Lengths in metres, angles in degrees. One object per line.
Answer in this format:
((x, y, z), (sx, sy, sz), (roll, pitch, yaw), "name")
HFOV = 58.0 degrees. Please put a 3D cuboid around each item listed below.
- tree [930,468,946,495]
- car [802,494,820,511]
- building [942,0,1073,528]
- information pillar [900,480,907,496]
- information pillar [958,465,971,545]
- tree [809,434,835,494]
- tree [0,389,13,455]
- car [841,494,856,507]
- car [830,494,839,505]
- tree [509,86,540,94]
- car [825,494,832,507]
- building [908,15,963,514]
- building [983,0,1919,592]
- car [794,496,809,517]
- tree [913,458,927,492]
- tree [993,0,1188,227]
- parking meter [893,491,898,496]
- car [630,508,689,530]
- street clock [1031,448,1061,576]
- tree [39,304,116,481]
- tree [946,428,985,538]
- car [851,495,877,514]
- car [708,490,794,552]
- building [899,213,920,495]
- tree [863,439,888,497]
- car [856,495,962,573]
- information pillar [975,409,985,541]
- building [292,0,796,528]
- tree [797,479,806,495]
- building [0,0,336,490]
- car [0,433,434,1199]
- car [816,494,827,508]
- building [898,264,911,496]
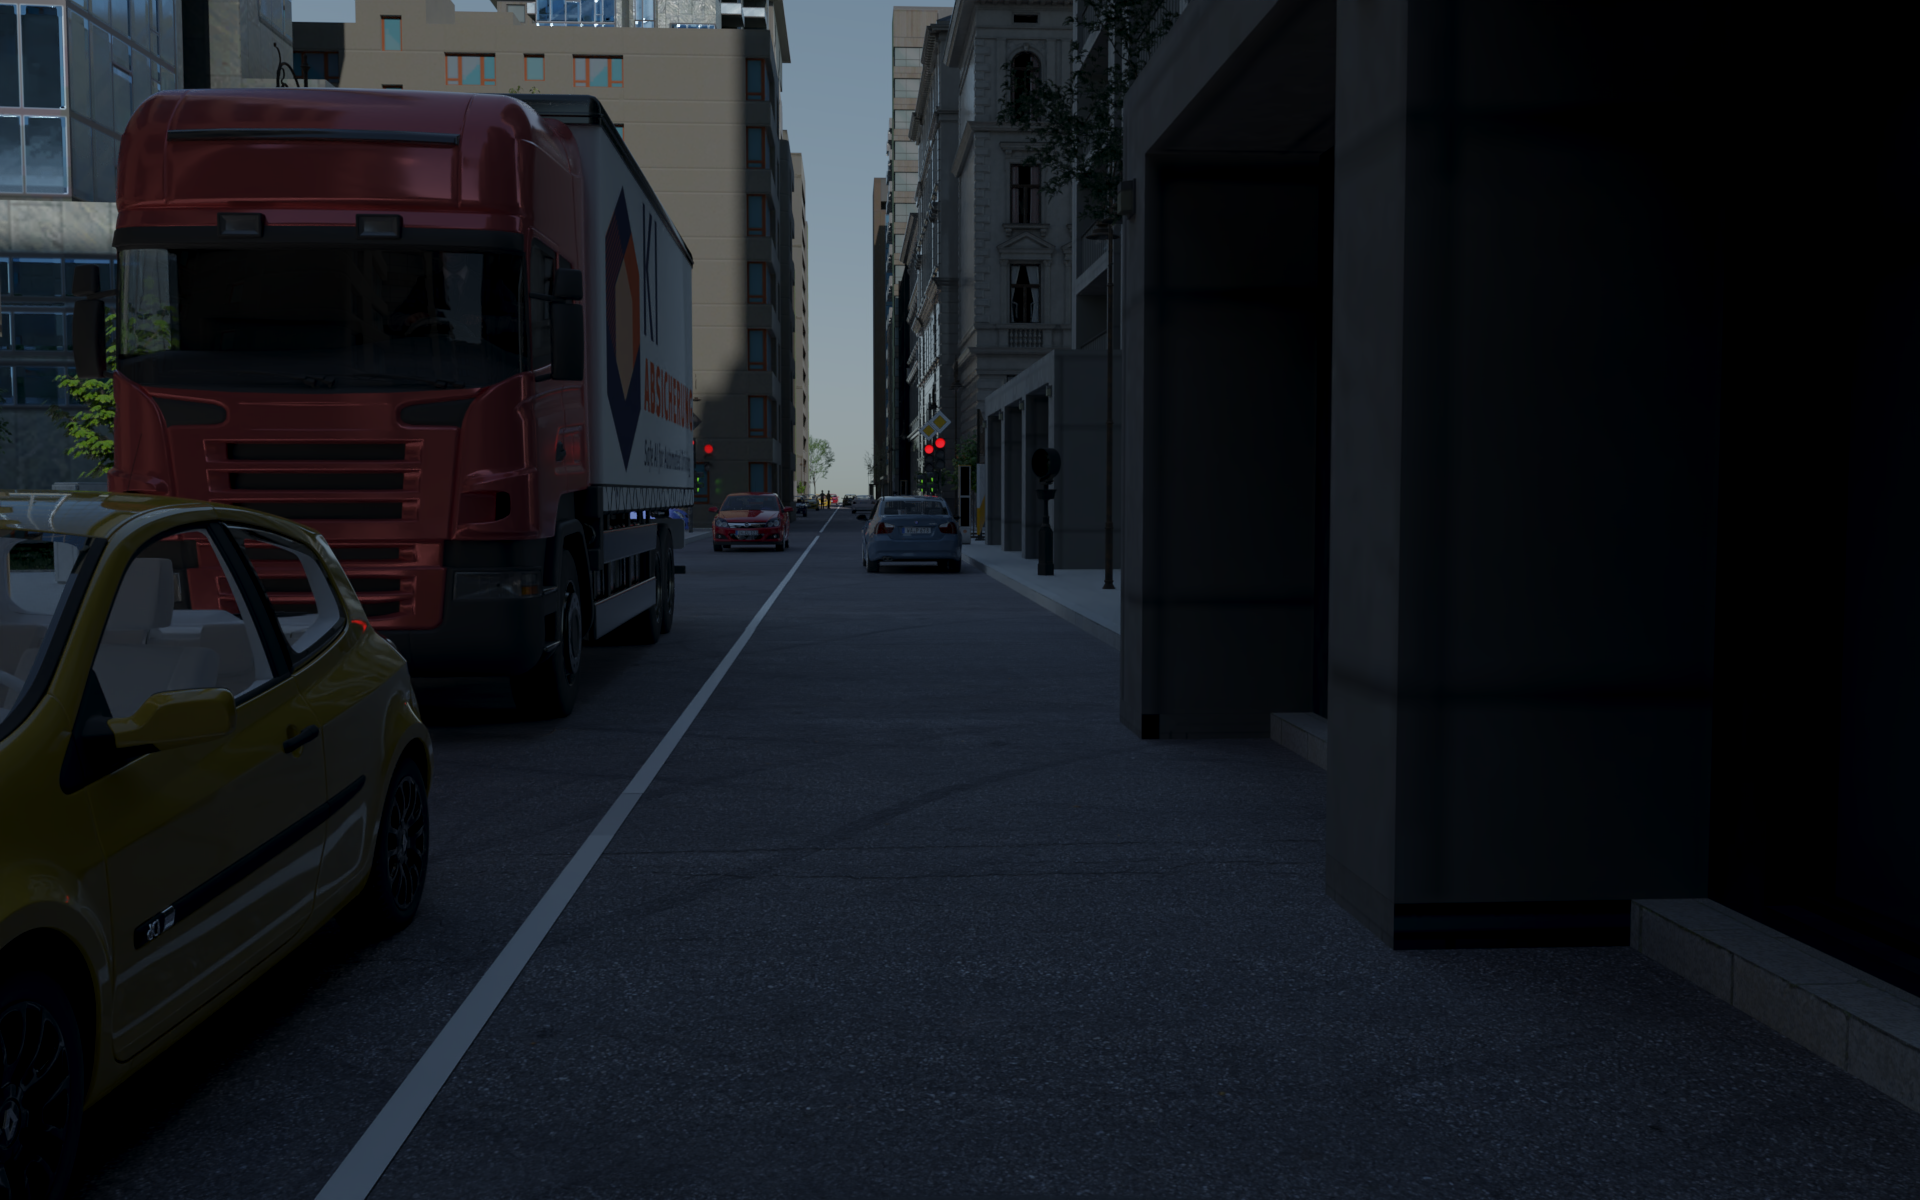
((0.177, -3.683, 54.825), (1.663, 3.219, 1.824), (0, 3, 0), "tree")
((-12.933, -8.445, 148.298), (2.015, 1.641, 3.980), (0, 4, -2), "car")
((9.518, -14.807, 70.973), (19.941, 23.489, 11.050), (0, 4, -4), "building")
((-3.011, -5.403, 92.824), (0.304, 2.012, 0.304), (1, 4, 9), "information pillar")
((0.117, -2.417, 44.012), (0.304, 2.012, 0.304), (0, 4, -4), "information pillar")
((-25.286, -22.899, 300.150), (9.928, 11.665, 9.643), (0, 3, 0), "tree")
((-20.039, -3.015, 33.011), (4.285, 4.588, 4.351), (0, 3, 0), "tree")
((-11.951, -10.948, 188.793), (2.009, 1.686, 4.222), (0, 4, -4), "car")
((-17.249, -13.661, 232.392), (2.155, 1.783, 4.494), (0, 4, -2), "car")
((-8.321, -4.917, 30.764), (4.737, 8.622, 4.395), (0, 3, 0), "tree")
((-15.313, -11.213, 193.552), (2.015, 1.641, 3.980), (0, 4, -5), "car")
((3.917, -17.987, 91.349), (12.463, 27.353, 25.104), (0, 4, -4), "building")
((11.479, -36.342, 32.447), (20.563, 71.187, 20.611), (0, 4, -4), "building")
((-10.555, -5.944, 109.763), (1.945, 1.354, 3.894), (0, 4, -5), "car")
((-1.349, -5.084, 77.720), (1.663, 3.219, 1.824), (0, 3, 0), "tree")
((3.823, -4.925, 14.933), (7.601, 10.594, 8.767), (0, 3, 0), "tree")
((-4.909, -7.510, 131.191), (0.372, 1.533, 0.369), (0, 3, 0), "parking meter")
((-11.460, -3.184, 61.646), (3.694, 1.707, 1.945), (0, 4, -2), "car")
((1.353, -1.387, 27.250), (0.358, 2.002, 0.471), (-3, 4, -37), "street clock")
((-7.175, -1.262, 15.230), (1.663, 3.219, 1.824), (0, 3, 0), "tree")
((0.531, -3.438, 50.809), (1.663, 3.219, 1.824), (0, 3, 0), "tree")
((-7.040, -7.061, 127.817), (2.083, 1.381, 4.827), (0, 4, -2), "car")
((-5.345, -2.172, 44.558), (2.155, 1.783, 4.494), (0, 4, -3), "car")
((2.087, -17.052, 114.957), (11.583, 22.565, 21.152), (0, 4, -4), "building")
((-10.500, -16.898, 226.637), (4.360, 8.622, 3.978), (0, 3, 0), "tree")
((-0.953, -1.279, 32.922), (2.014, 1.417, 4.499), (0, 4, -5), "car")
((0.578, -3.447, 47.706), (0.183, 3.616, 0.504), (1, 4, 20), "information pillar")
((-21.782, -14.268, 78.320), (27.650, 21.520, 28.899), (0, 4, -4), "building")
((-19.843, -13.541, 215.997), (1.663, 3.219, 1.824), (0, 3, 0), "tree")
((-32.021, -44.827, 45.596), (31.000, 86.520, 22.319), (0, 4, -4), "building")
((-2.599, 0.363, 4.284), (2.015, 1.641, 3.980), (0, 4, -2), "car")
((-14.880, -10.586, 183.309), (2.015, 1.641, 3.980), (0, 4, -4), "car")
((1.634, -18.595, 133.713), (12.332, 23.373, 15.834), (0, 4, -4), "building")
